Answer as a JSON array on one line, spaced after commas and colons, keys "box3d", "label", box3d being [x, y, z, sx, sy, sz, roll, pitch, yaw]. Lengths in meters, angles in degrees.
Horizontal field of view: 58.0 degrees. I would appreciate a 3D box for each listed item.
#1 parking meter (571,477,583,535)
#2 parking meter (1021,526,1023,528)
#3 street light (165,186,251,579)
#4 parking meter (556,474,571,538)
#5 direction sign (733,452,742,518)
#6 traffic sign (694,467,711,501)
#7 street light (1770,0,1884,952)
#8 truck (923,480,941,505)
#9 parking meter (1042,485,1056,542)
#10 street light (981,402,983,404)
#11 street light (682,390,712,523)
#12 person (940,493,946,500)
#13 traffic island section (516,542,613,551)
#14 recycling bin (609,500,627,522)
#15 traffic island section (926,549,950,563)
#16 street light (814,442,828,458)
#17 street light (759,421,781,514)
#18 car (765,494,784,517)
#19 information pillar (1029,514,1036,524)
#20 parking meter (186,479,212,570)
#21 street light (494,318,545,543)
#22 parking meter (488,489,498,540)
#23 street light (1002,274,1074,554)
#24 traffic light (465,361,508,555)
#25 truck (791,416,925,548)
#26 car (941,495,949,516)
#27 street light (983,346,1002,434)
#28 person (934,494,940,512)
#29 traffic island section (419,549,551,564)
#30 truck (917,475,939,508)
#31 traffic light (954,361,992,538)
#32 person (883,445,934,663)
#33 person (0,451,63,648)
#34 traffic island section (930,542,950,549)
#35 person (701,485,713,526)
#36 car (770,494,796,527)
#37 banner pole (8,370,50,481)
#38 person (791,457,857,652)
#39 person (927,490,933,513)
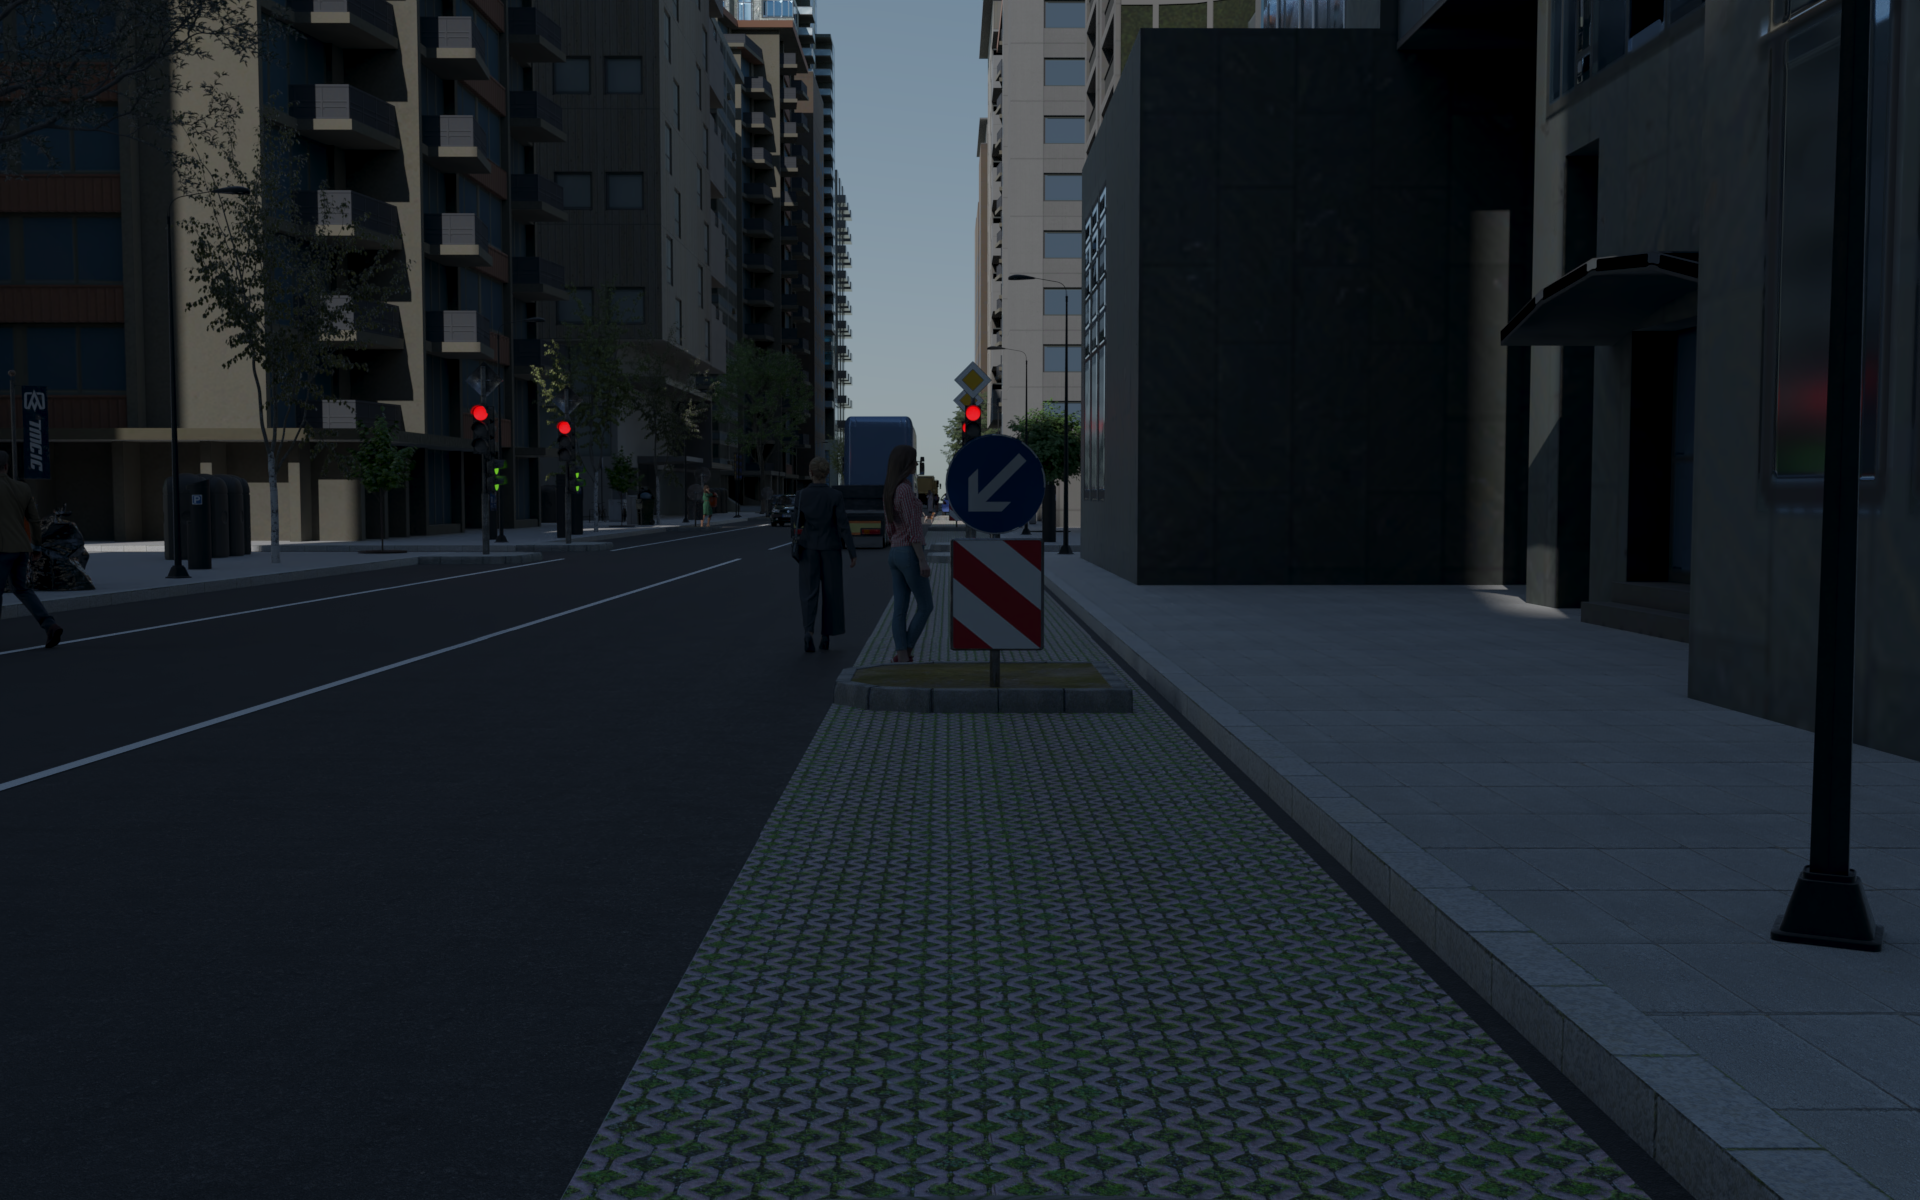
[{"box3d": [-12.060, -2.981, 54.453, 0.255, 1.863, 0.399, 2, 4, 32], "label": "parking meter"}, {"box3d": [2.200, -3.696, 66.147, 0.255, 1.863, 0.399, 3, 5, 44], "label": "parking meter"}, {"box3d": [-11.397, -3.286, 26.272, 1.470, 5.913, 1.316, 0, 4, 0], "label": "street light"}, {"box3d": [-11.628, -2.746, 50.604, 0.255, 1.863, 0.399, 0, 4, -1], "label": "parking meter"}, {"box3d": [-12.326, -6.379, 96.295, 0.379, 3.537, 0.876, 1, 4, 19], "label": "direction sign"}, {"box3d": [-12.069, -4.958, 81.163, 0.768, 2.556, 0.104, 0, 4, 0], "label": "traffic sign"}, {"box3d": [1.977, -1.976, 4.850, 1.470, 5.913, 1.316, 0, 4, 0], "label": "street light"}, {"box3d": [-4.293, -14.700, 236.270, 3.469, 3.379, 9.791, 0, 4, 0], "label": "truck"}, {"box3d": [2.377, -2.310, 46.173, 0.372, 1.533, 0.369, 0, 3, 0], "label": "parking meter"}, {"box3d": [1.384, -7.009, 87.131, 1.470, 5.913, 1.316, 0, 4, 0], "label": "street light"}, {"box3d": [-11.777, -6.429, 77.658, 1.470, 5.913, 1.316, 0, 4, 0], "label": "street light"}, {"box3d": [-1.017, -8.125, 141.299, 1.348, 1.831, 0.705, 1, 4, 20], "label": "person"}, {"box3d": [-10.149, -1.378, 44.818, 2.009, 0.180, 2.903, 0, 4, 0], "label": "traffic island section"}, {"box3d": [-15.858, -4.149, 80.393, 0.722, 1.027, 0.722, 0, 4, 5], "label": "recycling bin"}, {"box3d": [0.295, -0.894, 36.897, 2.009, 0.180, 2.903, 0, 4, 0], "label": "traffic island section"}, {"box3d": [-12.371, -11.083, 153.742, 1.470, 5.913, 1.316, 0, 4, 0], "label": "street light"}, {"box3d": [-12.077, -8.412, 110.078, 1.470, 5.913, 1.316, 0, 4, 0], "label": "street light"}, {"box3d": [-10.272, -5.416, 100.553, 2.014, 1.417, 4.499, 0, 4, -1], "label": "car"}, {"box3d": [3.089, -4.223, 73.534, 0.304, 2.012, 0.304, 0, 4, 5], "label": "information pillar"}, {"box3d": [-12.976, -1.291, 29.523, 0.372, 1.533, 0.369, 0, 3, 0], "label": "parking meter"}, {"box3d": [-11.611, -4.476, 45.728, 1.470, 5.913, 1.316, 0, 4, 0], "label": "street light"}, {"box3d": [-13.188, -2.460, 48.631, 0.372, 1.533, 0.369, 0, 3, 0], "label": "parking meter"}, {"box3d": [1.716, -3.929, 36.780, 1.470, 5.913, 1.316, 0, 4, 0], "label": "street light"}, {"box3d": [-10.056, -2.922, 36.699, 0.839, 4.253, 0.868, 0, 4, 0], "label": "traffic light"}, {"box3d": [-2.947, -3.929, 53.998, 2.967, 4.110, 18.799, 0, 4, 1], "label": "truck"}, {"box3d": [-0.343, -6.486, 115.630, 1.945, 1.707, 3.694, 0, 4, 1], "label": "car"}, {"box3d": [1.547, -5.012, 54.485, 1.470, 5.913, 1.316, 0, 4, 0], "label": "street light"}, {"box3d": [-1.827, -7.774, 138.837, 0.421, 1.427, 0.697, -1, 4, -12], "label": "person"}, {"box3d": [-10.096, -0.890, 36.834, 2.009, 0.180, 2.903, 0, 4, 0], "label": "traffic island section"}, {"box3d": [-3.911, -11.168, 178.520, 3.469, 3.379, 9.791, 0, 4, 0], "label": "truck"}, {"box3d": [0.255, -2.927, 36.783, 0.839, 4.253, 0.868, 0, 4, 0], "label": "traffic light"}, {"box3d": [-0.404, -0.322, 13.773, 0.388, 1.821, 0.555, -3, 4, -36], "label": "person"}, {"box3d": [-8.735, -0.462, 15.965, 0.836, 1.842, 0.656, -1, 4, -14], "label": "person"}, {"box3d": [0.242, -1.382, 44.882, 2.009, 0.180, 2.903, 0, 4, 0], "label": "traffic island section"}, {"box3d": [-10.519, -3.854, 71.761, 0.529, 1.795, 0.600, -1, 4, -16], "label": "person"}, {"box3d": [-7.453, -4.152, 77.669, 2.009, 1.686, 4.222, 0, 4, 2], "label": "car"}, {"box3d": [-18.899, -2.758, 35.116, 0.863, 3.779, 0.401, -2, 4, -29], "label": "banner pole"}, {"box3d": [-1.254, -0.422, 15.822, 0.576, 1.772, 0.534, -1, 4, -15], "label": "person"}, {"box3d": [-2.286, -7.507, 131.900, 0.551, 1.740, 0.621, 1, 4, 19], "label": "person"}]
